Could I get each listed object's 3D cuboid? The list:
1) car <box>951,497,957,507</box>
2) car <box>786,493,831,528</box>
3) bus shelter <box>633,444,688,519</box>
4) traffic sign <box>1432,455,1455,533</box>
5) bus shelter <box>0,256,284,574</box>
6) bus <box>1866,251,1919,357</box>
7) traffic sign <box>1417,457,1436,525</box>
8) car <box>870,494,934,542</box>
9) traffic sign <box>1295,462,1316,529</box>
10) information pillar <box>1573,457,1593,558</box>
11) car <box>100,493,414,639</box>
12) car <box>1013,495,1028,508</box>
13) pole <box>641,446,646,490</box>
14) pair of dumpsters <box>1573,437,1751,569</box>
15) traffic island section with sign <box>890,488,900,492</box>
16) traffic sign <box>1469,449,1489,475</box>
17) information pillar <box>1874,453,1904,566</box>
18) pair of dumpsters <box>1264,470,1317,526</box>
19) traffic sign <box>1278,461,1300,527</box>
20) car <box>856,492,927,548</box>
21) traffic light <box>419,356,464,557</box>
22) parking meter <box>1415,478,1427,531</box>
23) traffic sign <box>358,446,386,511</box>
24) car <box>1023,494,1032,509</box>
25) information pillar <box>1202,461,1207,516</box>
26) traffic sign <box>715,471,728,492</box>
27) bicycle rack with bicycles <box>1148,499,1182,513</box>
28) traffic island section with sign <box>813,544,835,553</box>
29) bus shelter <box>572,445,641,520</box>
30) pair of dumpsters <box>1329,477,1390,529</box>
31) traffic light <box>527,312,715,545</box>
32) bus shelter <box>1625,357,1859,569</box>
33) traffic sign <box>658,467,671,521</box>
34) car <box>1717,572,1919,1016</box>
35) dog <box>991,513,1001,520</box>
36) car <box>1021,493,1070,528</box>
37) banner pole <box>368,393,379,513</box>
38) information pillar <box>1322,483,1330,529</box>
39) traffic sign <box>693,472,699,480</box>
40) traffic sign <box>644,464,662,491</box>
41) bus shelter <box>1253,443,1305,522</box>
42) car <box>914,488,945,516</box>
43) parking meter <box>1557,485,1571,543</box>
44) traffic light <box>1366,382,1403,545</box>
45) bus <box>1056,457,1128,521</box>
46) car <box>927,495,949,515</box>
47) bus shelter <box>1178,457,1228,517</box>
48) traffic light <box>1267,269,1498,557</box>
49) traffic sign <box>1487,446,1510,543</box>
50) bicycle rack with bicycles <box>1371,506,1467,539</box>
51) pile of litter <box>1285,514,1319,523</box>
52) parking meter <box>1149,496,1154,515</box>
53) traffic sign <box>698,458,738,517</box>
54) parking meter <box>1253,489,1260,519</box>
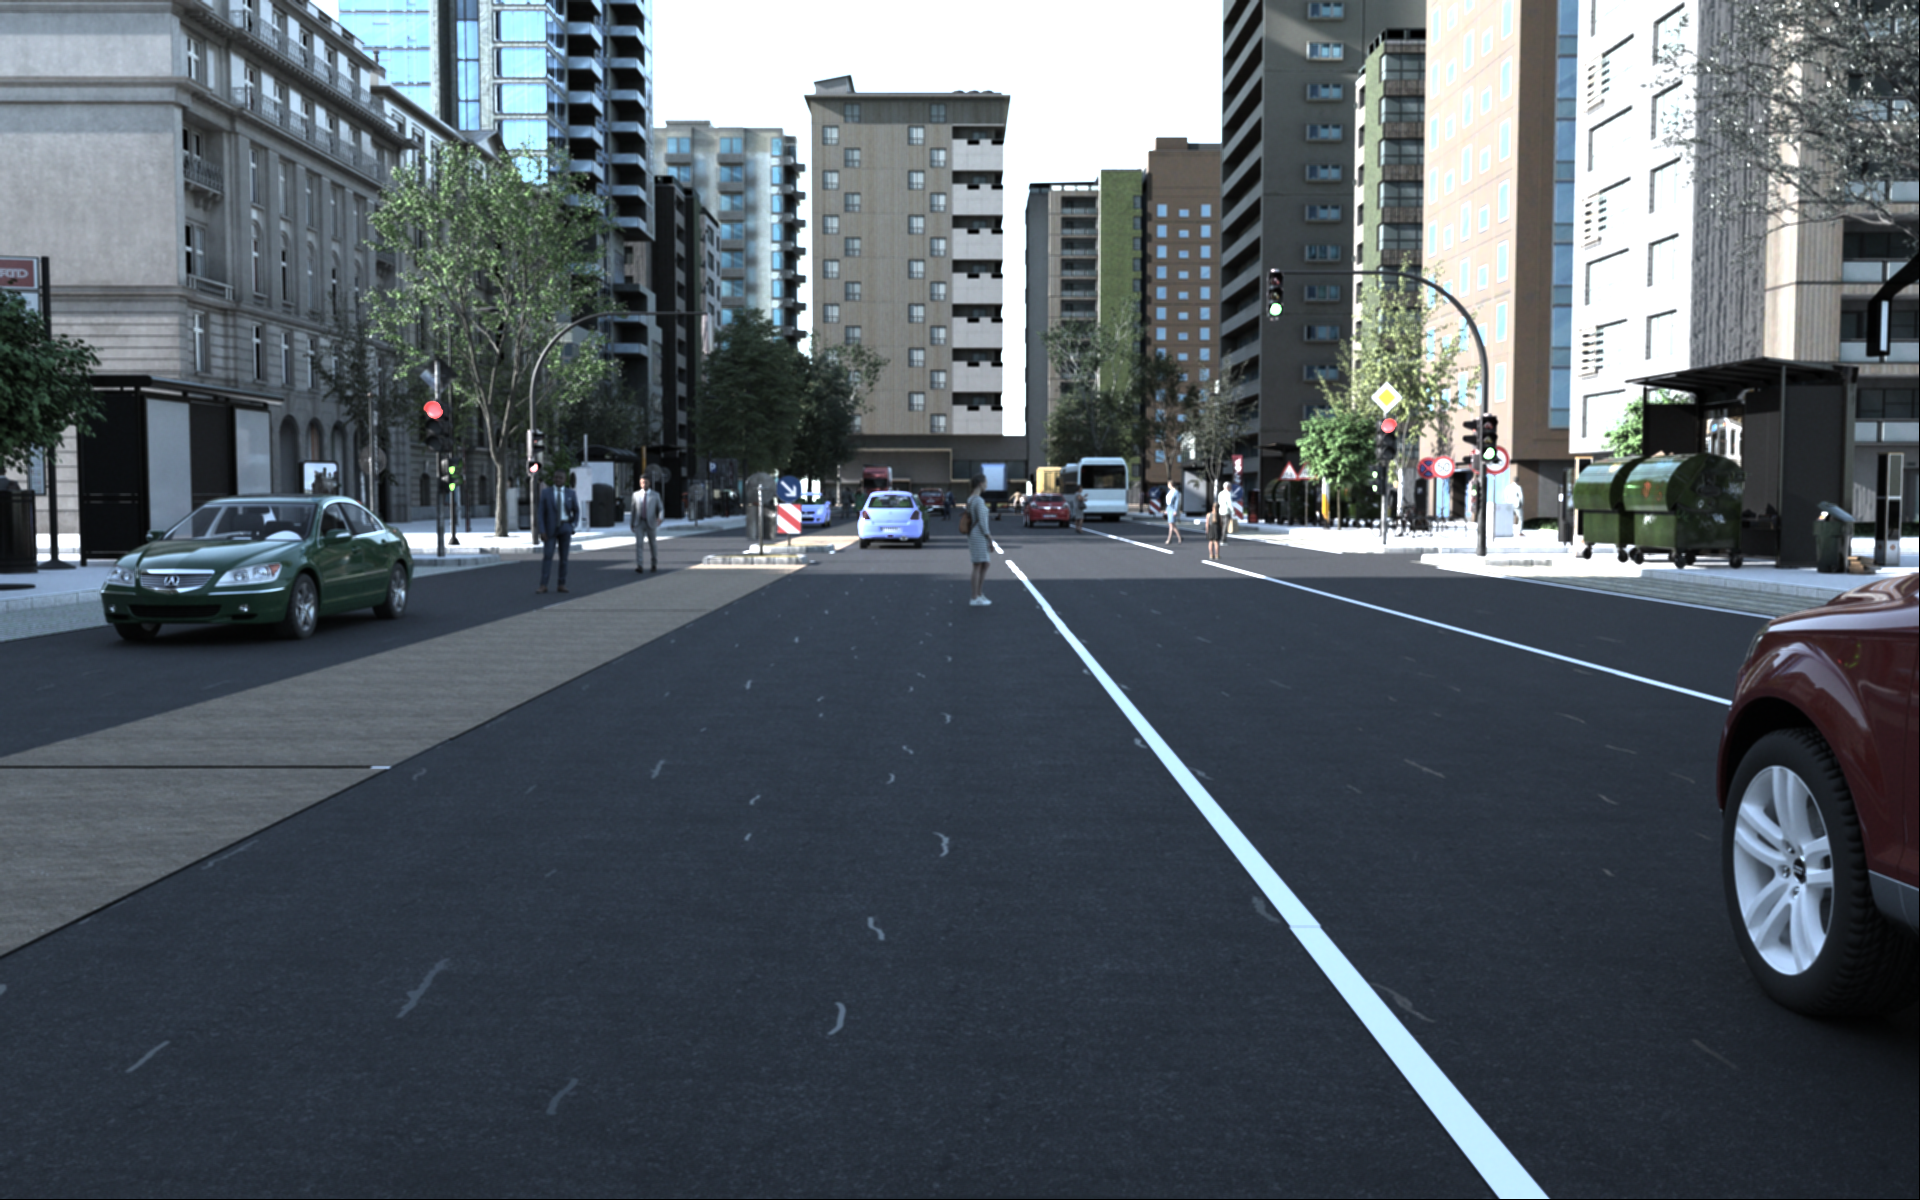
[{"bbox_3d":[-1.339,-10.704,187.584,1.945,1.354,3.894,0,4,0],"label":"car"},{"bbox_3d":[-6.551,-4.011,75.179,1.945,1.707,3.694,0,4,-1],"label":"car"},{"bbox_3d":[-14.617,-5.724,84.875,1.731,3.624,6.357,0,4,0],"label":"bus shelter"},{"bbox_3d":[15.960,-3.496,57.258,0.768,2.556,0.104,0,4,6],"label":"traffic sign"},{"bbox_3d":[-15.245,-3.322,31.952,2.179,5.291,8.768,0,3,0],"label":"bus shelter"},{"bbox_3d":[7.462,-0.850,5.451,2.896,3.916,12.252,0,4,0],"label":"bus"},{"bbox_3d":[16.240,-3.672,60.137,0.768,2.556,0.104,0,4,8],"label":"traffic sign"},{"bbox_3d":[-1.882,-2.513,52.889,2.131,1.459,4.920,0,4,1],"label":"car"},{"bbox_3d":[12.862,-3.931,64.276,0.884,2.594,0.081,0,3,0],"label":"traffic sign"},{"bbox_3d":[12.436,-1.839,34.562,0.304,2.012,0.304,1,4,13],"label":"information pillar"},{"bbox_3d":[-7.363,-0.415,18.583,2.131,1.459,4.920,0,4,0],"label":"car"},{"bbox_3d":[6.437,-9.959,175.197,2.083,1.381,4.827,0,4,-1],"label":"car"},{"bbox_3d":[-13.472,-4.890,73.799,0.158,3.312,0.155,0,3,0],"label":"pole"},{"bbox_3d":[12.788,-1.788,31.733,1.574,2.255,4.437,0,4,0],"label":"pair of dumpsters"},{"bbox_3d":[-4.474,-6.735,118.258,2.006,1.907,1.989,0,4,0],"label":"traffic island section with sign"},{"bbox_3d":[14.024,-2.840,46.541,0.768,2.556,0.104,0,4,5],"label":"traffic sign"},{"bbox_3d":[16.552,-1.613,30.872,0.304,2.012,0.304,-1,4,-8],"label":"information pillar"},{"bbox_3d":[13.828,-4.260,72.138,1.574,2.255,4.437,0,3,0],"label":"pair of dumpsters"},{"bbox_3d":[12.966,-4.176,68.287,0.884,2.594,0.081,0,4,5],"label":"traffic sign"},{"bbox_3d":[-1.851,-2.283,46.918,1.945,1.707,3.694,0,4,-1],"label":"car"},{"bbox_3d":[-10.599,-2.838,35.321,0.839,4.253,0.868,0,4,0],"label":"traffic light"},{"bbox_3d":[16.168,-3.364,60.706,0.255,1.863,0.399,-3,5,-42],"label":"parking meter"},{"bbox_3d":[-15.390,-2.767,45.346,0.768,2.556,0.104,0,4,8],"label":"traffic sign"},{"bbox_3d":[6.297,-8.106,144.533,2.014,1.417,4.499,0,4,-2],"label":"car"},{"bbox_3d":[14.159,-6.656,100.179,0.183,3.616,0.504,0,4,-4],"label":"information pillar"},{"bbox_3d":[-13.421,-5.959,97.529,0.768,2.556,0.104,1,4,9],"label":"traffic sign"},{"bbox_3d":[14.590,-6.362,117.408,2.852,0.926,2.925,-3,5,-42],"label":"bicycle rack with bicycles"},{"bbox_3d":[-4.192,-2.140,43.120,2.006,1.907,1.989,0,4,0],"label":"traffic island section with sign"},{"bbox_3d":[-15.046,-4.912,74.228,2.014,3.302,5.546,0,3,0],"label":"bus shelter"},{"bbox_3d":[15.221,-3.906,66.360,1.574,2.255,4.437,0,4,0],"label":"pair of dumpsters"},{"bbox_3d":[-8.537,-4.201,43.349,4.771,5.953,1.251,0,4,0],"label":"traffic light"},{"bbox_3d":[14.586,-2.539,32.788,1.731,3.624,6.357,0,3,0],"label":"bus shelter"},{"bbox_3d":[-13.992,-4.982,81.554,0.768,2.556,0.104,0,4,7],"label":"traffic sign"},{"bbox_3d":[3.290,0.337,3.166,2.281,1.827,5.304,0,4,0],"label":"car"},{"bbox_3d":[1.987,-4.524,94.162,0.748,0.427,0.550,3,4,38],"label":"dog"},{"bbox_3d":[3.751,-4.046,75.184,2.155,1.783,4.494,0,4,-1],"label":"car"},{"bbox_3d":[-14.549,-3.244,43.057,0.401,3.779,0.863,0,4,-4],"label":"banner pole"},{"bbox_3d":[13.501,-4.433,63.831,0.183,3.616,0.504,2,4,32],"label":"information pillar"},{"bbox_3d":[-14.918,-6.072,99.391,0.768,2.556,0.104,0,4,5],"label":"traffic sign"},{"bbox_3d":[-12.873,-4.438,72.674,0.768,2.556,0.104,0,4,1],"label":"traffic sign"},{"bbox_3d":[15.315,-5.572,82.388,1.731,3.624,6.357,0,4,0],"label":"bus shelter"},{"bbox_3d":[-1.926,-6.508,115.072,2.281,1.827,5.304,0,4,-1],"label":"car"},{"bbox_3d":[16.038,-2.291,45.877,0.372,1.533,0.369,0,3,0],"label":"parking meter"},{"bbox_3d":[10.633,-3.332,43.399,0.839,4.253,0.868,0,4,0],"label":"traffic light"},{"bbox_3d":[7.080,-6.054,93.838,2.948,3.499,13.247,0,4,-1],"label":"bus"},{"bbox_3d":[-1.581,-6.710,121.703,2.014,1.417,4.499,0,4,-1],"label":"car"},{"bbox_3d":[13.449,-6.259,96.256,2.014,3.302,5.546,0,4,0],"label":"bus shelter"},{"bbox_3d":[8.570,-3.706,35.265,4.771,5.953,1.251,0,4,0],"label":"traffic light"},{"bbox_3d":[14.087,-2.786,45.665,0.768,2.556,0.104,0,4,1],"label":"traffic sign"},{"bbox_3d":[13.411,-2.299,50.971,2.925,0.926,2.852,-1,4,-17],"label":"bicycle rack with bicycles"},{"bbox_3d":[15.108,-3.819,76.406,1.719,0.858,1.176,-1,4,-10],"label":"pile of litter"},{"bbox_3d":[12.069,-6.142,108.825,0.372,1.533,0.369,0,3,0],"label":"parking meter"},{"bbox_3d":[-13.720,-6.387,98.296,2.265,3.308,0.079,0,4,4],"label":"traffic sign"},{"bbox_3d":[15.073,-4.866,87.975,0.372,1.533,0.369,0,3,0],"label":"parking meter"}]
